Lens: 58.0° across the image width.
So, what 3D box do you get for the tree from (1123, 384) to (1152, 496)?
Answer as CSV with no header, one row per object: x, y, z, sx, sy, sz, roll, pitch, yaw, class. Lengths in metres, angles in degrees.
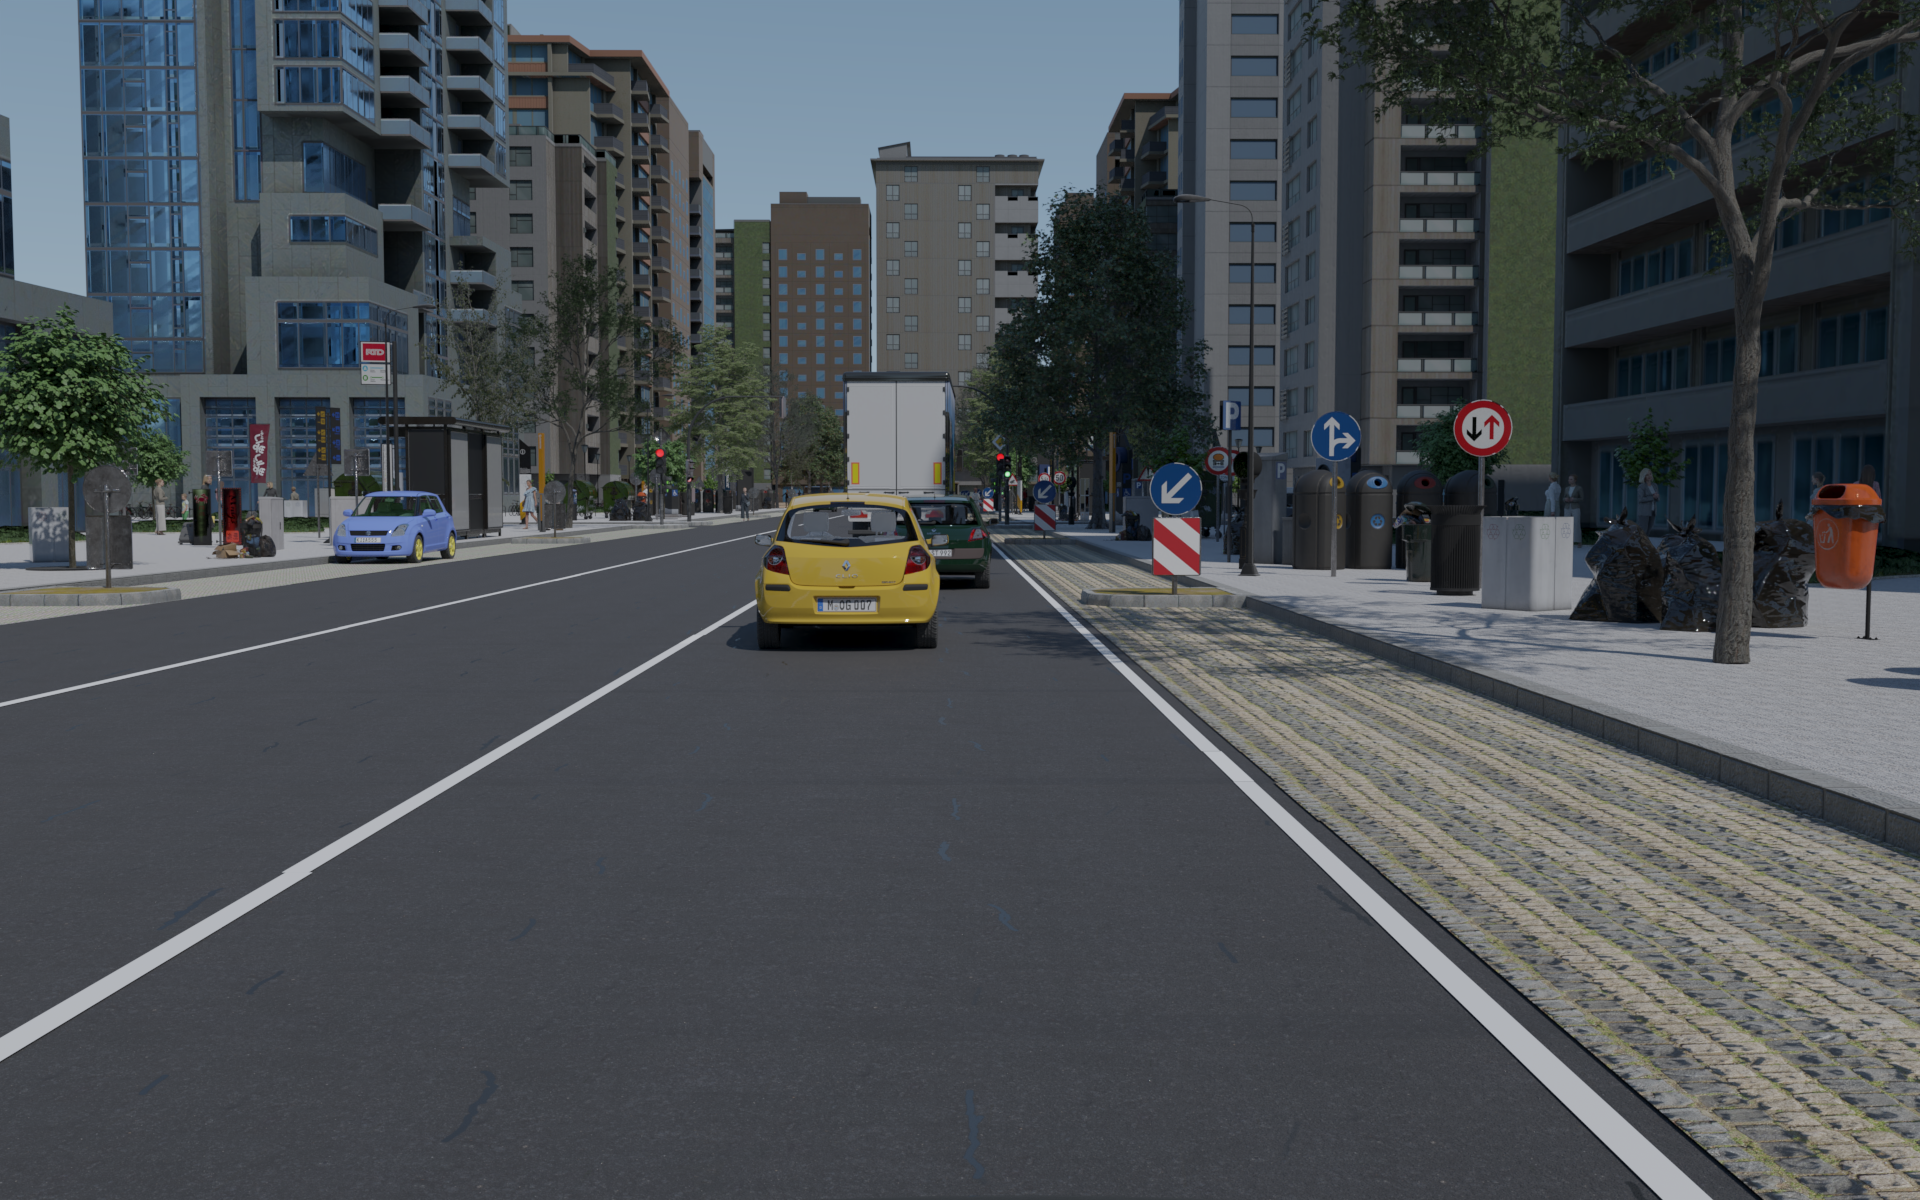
12.379,-10.102,115.523,4.737,8.622,4.395,0,3,0,tree

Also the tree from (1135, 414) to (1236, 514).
5.359,-2.897,41.968,1.663,3.219,1.824,0,3,0,tree

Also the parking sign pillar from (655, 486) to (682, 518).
-15.941,-6.492,94.616,1.447,3.967,1.447,-3,5,-43,parking sign pillar

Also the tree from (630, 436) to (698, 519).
-15.100,-6.401,88.371,4.285,4.588,4.351,0,3,0,tree

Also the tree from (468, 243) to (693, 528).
-14.511,-7.970,64.725,7.601,10.594,8.767,3,5,43,tree

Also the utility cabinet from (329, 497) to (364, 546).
-15.184,-1.961,43.219,1.020,1.237,0.306,-2,4,-26,utility cabinet

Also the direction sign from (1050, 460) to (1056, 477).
5.712,-7.017,106.724,0.379,3.537,0.876,-1,4,-22,direction sign

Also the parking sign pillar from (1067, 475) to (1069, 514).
7.438,-7.314,108.062,1.447,3.967,1.447,1,4,13,parking sign pillar

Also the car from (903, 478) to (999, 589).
-0.372,-1.093,27.653,2.009,1.686,4.222,0,4,0,car

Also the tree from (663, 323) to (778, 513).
-16.093,-12.082,115.663,7.486,12.596,7.792,0,3,0,tree

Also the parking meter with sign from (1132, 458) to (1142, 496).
8.459,-5.345,83.657,0.543,3.016,1.738,-1,4,-22,parking meter with sign

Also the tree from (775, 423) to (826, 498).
-16.094,-13.324,168.206,4.360,8.622,3.978,0,3,0,tree

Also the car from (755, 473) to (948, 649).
-1.103,-0.444,17.479,2.015,1.641,3.980,0,4,-2,car

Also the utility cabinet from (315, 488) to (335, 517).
-25.201,-3.677,68.804,1.173,1.500,0.318,3,5,44,utility cabinet

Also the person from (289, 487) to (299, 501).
-29.685,-4.163,77.116,0.362,1.759,0.519,1,4,19,person

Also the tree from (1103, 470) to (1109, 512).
10.781,-7.802,122.162,1.663,3.219,1.824,0,3,0,tree

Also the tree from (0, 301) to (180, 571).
-15.063,-2.794,29.403,4.285,4.588,4.351,0,3,0,tree

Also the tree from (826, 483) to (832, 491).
-16.692,-16.819,225.358,4.360,8.622,3.978,0,3,0,tree

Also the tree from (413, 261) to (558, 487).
-15.240,-6.442,55.686,4.360,8.622,3.978,0,3,0,tree

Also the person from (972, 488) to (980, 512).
0.824,-5.010,90.986,0.480,1.755,0.524,-1,4,-20,person

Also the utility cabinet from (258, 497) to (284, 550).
-15.748,-1.742,39.637,0.306,1.237,1.020,0,4,-7,utility cabinet

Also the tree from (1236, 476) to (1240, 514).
18.141,-7.214,112.548,1.663,3.219,1.824,0,3,0,tree

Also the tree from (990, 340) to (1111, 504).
4.959,-9.473,89.304,7.601,10.594,8.767,1,4,22,tree

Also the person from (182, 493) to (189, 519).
-28.931,-3.329,64.722,0.306,1.304,0.590,1,4,13,person

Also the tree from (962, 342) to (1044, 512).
3.817,-12.689,125.600,7.486,12.596,7.792,0,3,0,tree

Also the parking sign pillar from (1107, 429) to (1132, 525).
6.697,-5.066,71.305,1.447,3.967,1.447,-1,4,-10,parking sign pillar

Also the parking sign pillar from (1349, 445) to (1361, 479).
15.519,-4.917,68.868,1.447,3.967,1.447,0,4,-7,parking sign pillar

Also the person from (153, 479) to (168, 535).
-24.919,-2.902,54.046,0.519,1.759,0.362,3,5,45,person

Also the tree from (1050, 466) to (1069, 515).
6.006,-6.745,104.885,1.663,3.219,1.824,0,3,0,tree

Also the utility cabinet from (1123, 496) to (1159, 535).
5.310,-2.431,50.907,1.020,1.237,0.306,-1,4,-13,utility cabinet

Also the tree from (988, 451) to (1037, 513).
3.705,-8.241,118.461,4.285,4.588,4.351,0,3,0,tree

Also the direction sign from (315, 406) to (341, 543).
-16.448,-3.252,45.169,0.379,3.537,0.876,1,4,22,direction sign

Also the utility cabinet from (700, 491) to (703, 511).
-19.001,-7.427,130.110,0.318,1.500,1.173,2,4,33,utility cabinet

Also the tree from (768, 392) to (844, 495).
-16.684,-16.833,192.226,9.611,12.733,9.660,0,3,0,tree

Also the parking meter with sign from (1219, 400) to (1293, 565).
5.618,-2.176,31.831,0.543,3.016,1.738,-3,5,-44,parking meter with sign

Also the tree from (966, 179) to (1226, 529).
4.972,-8.953,63.391,9.611,12.733,9.660,0,3,0,tree

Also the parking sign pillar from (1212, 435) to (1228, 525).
10.905,-5.146,72.606,1.447,3.967,1.447,1,4,20,parking sign pillar

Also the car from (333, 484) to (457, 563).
-11.956,-1.658,36.698,1.945,1.707,3.694,0,4,0,car

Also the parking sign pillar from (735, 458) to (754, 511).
-15.918,-8.541,128.117,1.447,3.967,1.447,-1,4,-16,parking sign pillar

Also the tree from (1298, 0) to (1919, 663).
6.209,-4.801,12.911,7.601,10.594,8.767,-1,4,-13,tree

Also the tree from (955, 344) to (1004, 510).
3.215,-14.171,142.067,12.009,13.543,11.850,0,3,0,tree

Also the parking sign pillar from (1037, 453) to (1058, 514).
5.742,-7.655,113.625,1.447,3.967,1.447,-1,4,-8,parking sign pillar

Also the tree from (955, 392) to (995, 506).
3.207,-14.899,169.346,9.928,11.665,9.643,0,3,0,tree

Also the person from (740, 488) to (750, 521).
-11.444,-5.086,92.075,0.576,1.772,0.534,0,4,2,person

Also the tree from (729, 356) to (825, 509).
-16.371,-14.887,153.776,12.009,13.543,11.850,0,3,0,tree

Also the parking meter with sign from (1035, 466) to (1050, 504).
5.284,-6.915,109.326,0.543,3.016,1.738,-2,4,-27,parking meter with sign

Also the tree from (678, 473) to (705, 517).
-15.657,-6.255,96.866,1.663,3.219,1.824,0,3,0,tree
